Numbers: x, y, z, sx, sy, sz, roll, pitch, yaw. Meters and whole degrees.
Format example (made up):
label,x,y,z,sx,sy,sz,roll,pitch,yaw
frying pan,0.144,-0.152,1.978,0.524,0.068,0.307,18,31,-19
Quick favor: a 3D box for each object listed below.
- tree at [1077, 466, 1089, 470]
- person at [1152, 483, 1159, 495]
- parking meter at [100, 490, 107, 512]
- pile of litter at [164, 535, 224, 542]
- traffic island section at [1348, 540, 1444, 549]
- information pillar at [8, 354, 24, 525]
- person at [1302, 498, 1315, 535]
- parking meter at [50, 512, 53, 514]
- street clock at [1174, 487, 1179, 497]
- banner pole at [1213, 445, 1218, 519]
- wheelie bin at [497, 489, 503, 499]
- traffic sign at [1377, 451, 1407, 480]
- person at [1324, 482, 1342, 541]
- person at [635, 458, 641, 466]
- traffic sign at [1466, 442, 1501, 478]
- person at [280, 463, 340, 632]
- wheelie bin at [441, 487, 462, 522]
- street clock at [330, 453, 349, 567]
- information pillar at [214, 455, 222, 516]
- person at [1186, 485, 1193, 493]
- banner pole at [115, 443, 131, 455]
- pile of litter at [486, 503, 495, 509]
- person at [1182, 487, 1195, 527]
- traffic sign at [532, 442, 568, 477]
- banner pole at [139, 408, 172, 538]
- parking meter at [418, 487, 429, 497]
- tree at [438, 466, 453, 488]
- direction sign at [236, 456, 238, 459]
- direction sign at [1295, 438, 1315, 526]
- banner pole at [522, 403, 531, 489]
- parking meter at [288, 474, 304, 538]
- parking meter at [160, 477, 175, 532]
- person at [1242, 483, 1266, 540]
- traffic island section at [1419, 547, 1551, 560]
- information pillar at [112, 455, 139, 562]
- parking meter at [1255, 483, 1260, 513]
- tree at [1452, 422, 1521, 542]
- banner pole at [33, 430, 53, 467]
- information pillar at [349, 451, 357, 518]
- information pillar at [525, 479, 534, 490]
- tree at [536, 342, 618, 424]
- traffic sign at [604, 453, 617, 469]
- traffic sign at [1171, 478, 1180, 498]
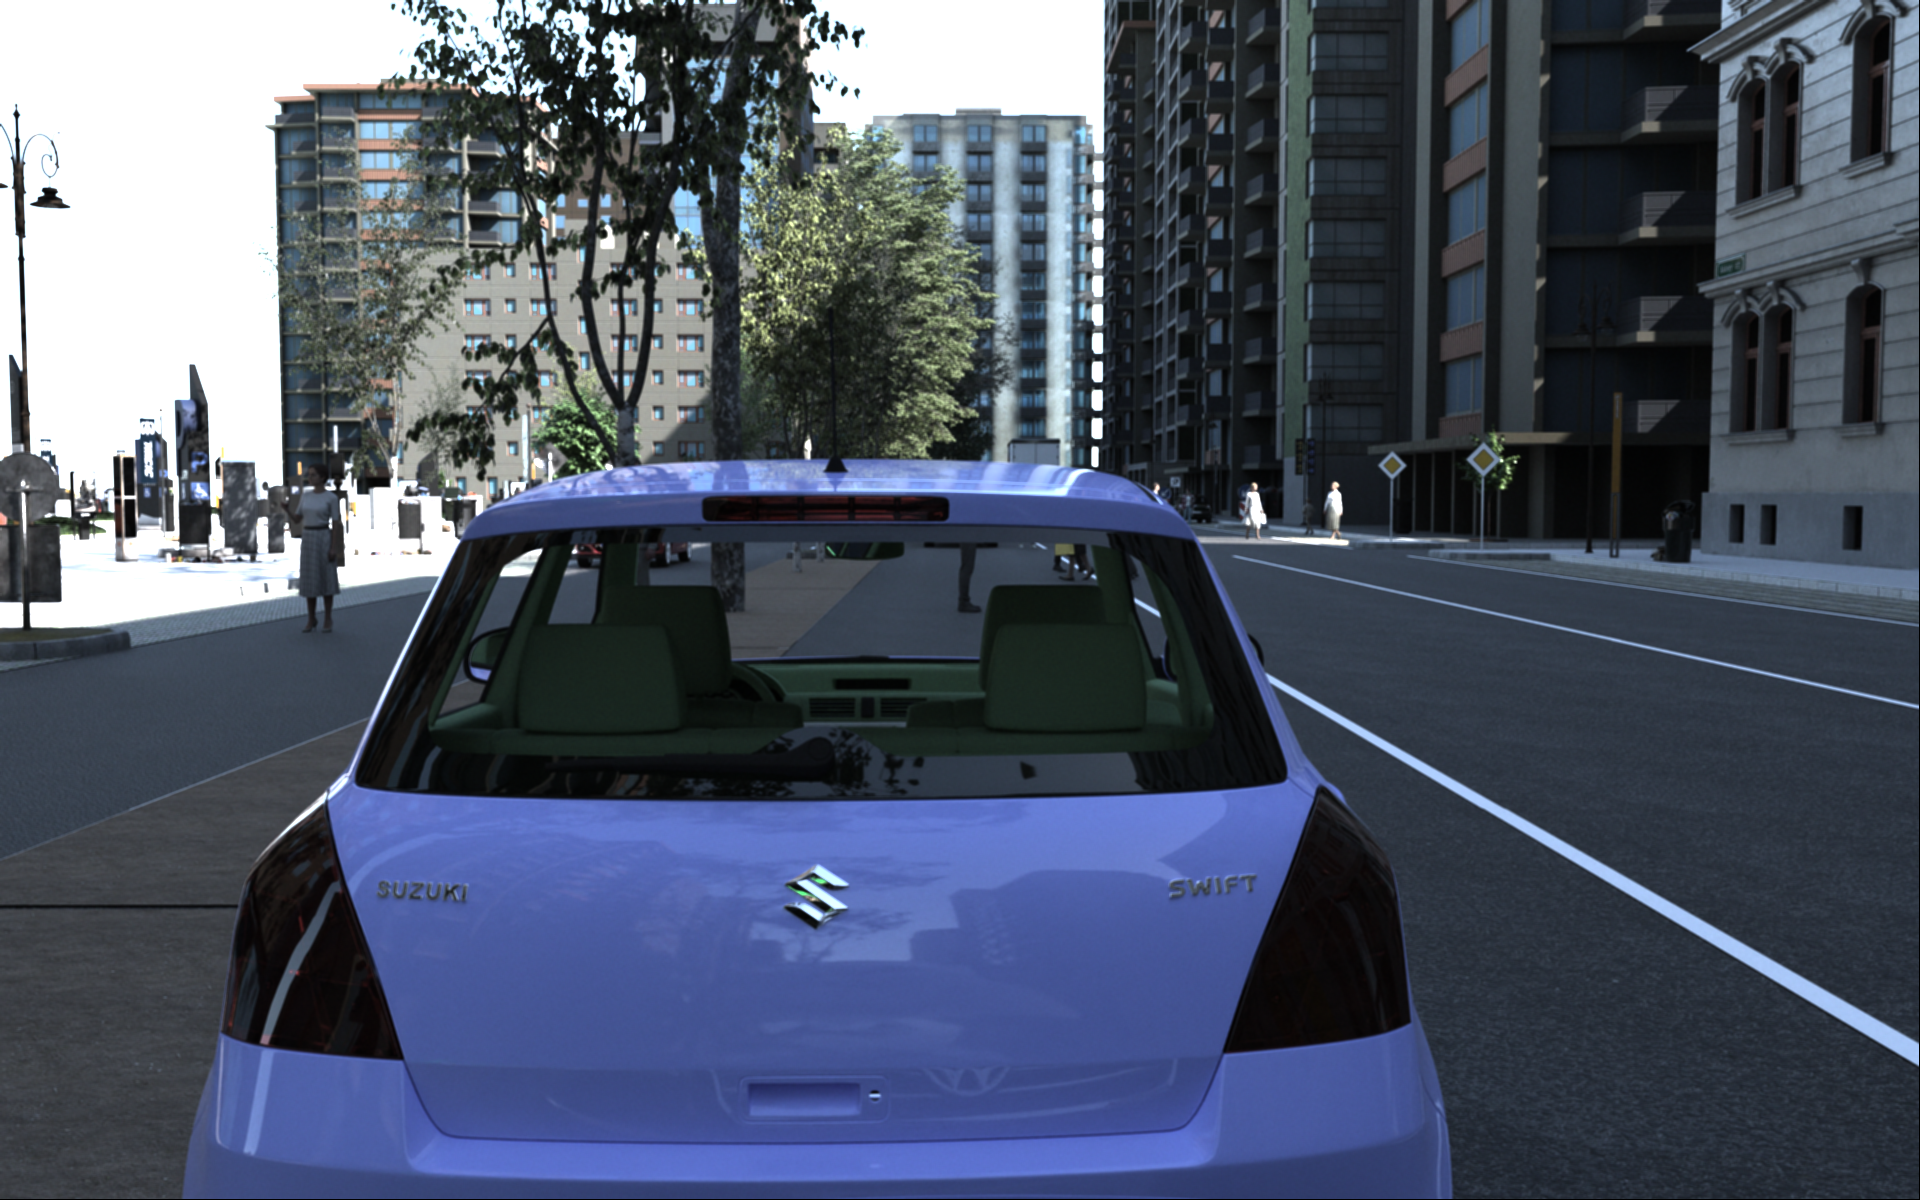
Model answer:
label,x,y,z,sx,sy,sz,roll,pitch,yaw
tree,13.633,-13.142,198.580,4.285,4.588,4.351,0,3,0
person,6.551,-2.977,57.374,0.583,1.804,0.606,0,4,-1
parking meter,-48.315,-5.463,97.735,0.372,1.533,0.369,0,3,0
pile of litter,-20.688,-2.004,46.725,1.719,0.858,1.176,2,4,33
traffic island section,11.659,-1.492,46.670,2.009,0.180,2.903,0,4,0
information pillar,-15.661,-2.291,28.820,0.504,3.616,0.183,3,5,43
person,12.134,-2.909,60.341,0.475,1.303,0.640,-2,4,-28
parking meter,-59.207,-6.545,112.717,0.399,1.863,0.255,2,4,26
street clock,13.234,-6.204,106.005,0.358,2.002,0.471,0,4,7
banner pole,13.094,-6.040,88.764,0.401,3.779,0.863,1,4,22
wheelie bin,-26.102,-5.602,99.492,0.980,1.594,0.693,-1,4,-12
traffic sign,11.635,-2.715,46.587,0.795,2.593,0.064,0,4,0
person,11.470,-2.708,53.006,0.641,1.798,0.478,-2,4,-30
person,-3.413,-0.578,18.055,0.635,1.810,0.391,1,4,10
traffic sign,11.674,-2.227,38.602,0.795,2.593,0.064,0,4,0
person,-6.708,-0.542,17.938,0.480,1.755,0.524,0,4,6
wheelie bin,-23.687,-4.454,80.733,0.980,1.594,0.693,0,4,-6
street clock,-10.870,-1.573,30.295,0.358,2.002,0.471,-1,4,-16
information pillar,-43.880,-6.798,102.507,0.183,3.616,0.504,1,4,20
person,13.398,-5.841,101.792,0.529,1.795,0.600,-1,4,-11
banner pole,-41.206,-5.840,85.503,0.863,3.779,0.401,-1,4,-11
pile of litter,-23.553,-4.435,86.473,1.719,0.858,1.176,3,5,40
person,9.934,-4.042,75.427,0.563,1.720,0.643,0,4,6
traffic sign,-9.120,-2.222,38.522,0.795,2.593,0.064,0,4,0
banner pole,-23.372,-3.684,50.250,0.401,3.779,0.863,3,5,44
parking meter,-18.919,-3.224,61.126,0.372,1.533,0.369,0,3,0
tree,-35.319,-7.564,118.273,1.663,3.219,1.824,0,3,0
direction sign,-42.932,-6.784,102.909,0.379,3.537,0.876,-2,4,-26
direction sign,14.062,-4.810,70.637,0.876,3.537,0.379,3,5,41
banner pole,-12.015,-3.552,48.093,0.401,3.779,0.863,-2,4,-29
parking meter,-19.324,-2.733,50.394,0.399,1.863,0.255,-1,4,-10
parking meter,-26.577,-3.205,58.108,0.399,1.863,0.255,1,4,20
person,9.285,-2.807,54.742,0.694,1.780,0.624,-1,4,-9
traffic island section,11.698,-1.003,38.685,2.009,0.180,2.903,0,4,0
information pillar,-15.798,-1.730,32.784,0.304,2.012,0.304,2,4,33
parking meter,15.184,-5.076,88.708,0.255,1.863,0.399,2,4,25
tree,14.379,-3.193,46.805,1.663,3.219,1.824,0,3,0
banner pole,-36.189,-4.789,68.314,0.401,3.779,0.863,3,5,41
information pillar,-33.223,-6.328,94.811,0.504,3.616,0.183,3,5,41
information pillar,-20.927,-4.874,84.181,0.304,2.012,0.304,2,4,27
tree,-18.224,-8.132,83.328,4.737,8.622,4.395,0,3,0
traffic sign,-9.159,-2.711,46.507,0.795,2.593,0.064,0,4,0
traffic sign,13.129,-6.329,105.608,0.606,2.300,0.079,0,4,1
